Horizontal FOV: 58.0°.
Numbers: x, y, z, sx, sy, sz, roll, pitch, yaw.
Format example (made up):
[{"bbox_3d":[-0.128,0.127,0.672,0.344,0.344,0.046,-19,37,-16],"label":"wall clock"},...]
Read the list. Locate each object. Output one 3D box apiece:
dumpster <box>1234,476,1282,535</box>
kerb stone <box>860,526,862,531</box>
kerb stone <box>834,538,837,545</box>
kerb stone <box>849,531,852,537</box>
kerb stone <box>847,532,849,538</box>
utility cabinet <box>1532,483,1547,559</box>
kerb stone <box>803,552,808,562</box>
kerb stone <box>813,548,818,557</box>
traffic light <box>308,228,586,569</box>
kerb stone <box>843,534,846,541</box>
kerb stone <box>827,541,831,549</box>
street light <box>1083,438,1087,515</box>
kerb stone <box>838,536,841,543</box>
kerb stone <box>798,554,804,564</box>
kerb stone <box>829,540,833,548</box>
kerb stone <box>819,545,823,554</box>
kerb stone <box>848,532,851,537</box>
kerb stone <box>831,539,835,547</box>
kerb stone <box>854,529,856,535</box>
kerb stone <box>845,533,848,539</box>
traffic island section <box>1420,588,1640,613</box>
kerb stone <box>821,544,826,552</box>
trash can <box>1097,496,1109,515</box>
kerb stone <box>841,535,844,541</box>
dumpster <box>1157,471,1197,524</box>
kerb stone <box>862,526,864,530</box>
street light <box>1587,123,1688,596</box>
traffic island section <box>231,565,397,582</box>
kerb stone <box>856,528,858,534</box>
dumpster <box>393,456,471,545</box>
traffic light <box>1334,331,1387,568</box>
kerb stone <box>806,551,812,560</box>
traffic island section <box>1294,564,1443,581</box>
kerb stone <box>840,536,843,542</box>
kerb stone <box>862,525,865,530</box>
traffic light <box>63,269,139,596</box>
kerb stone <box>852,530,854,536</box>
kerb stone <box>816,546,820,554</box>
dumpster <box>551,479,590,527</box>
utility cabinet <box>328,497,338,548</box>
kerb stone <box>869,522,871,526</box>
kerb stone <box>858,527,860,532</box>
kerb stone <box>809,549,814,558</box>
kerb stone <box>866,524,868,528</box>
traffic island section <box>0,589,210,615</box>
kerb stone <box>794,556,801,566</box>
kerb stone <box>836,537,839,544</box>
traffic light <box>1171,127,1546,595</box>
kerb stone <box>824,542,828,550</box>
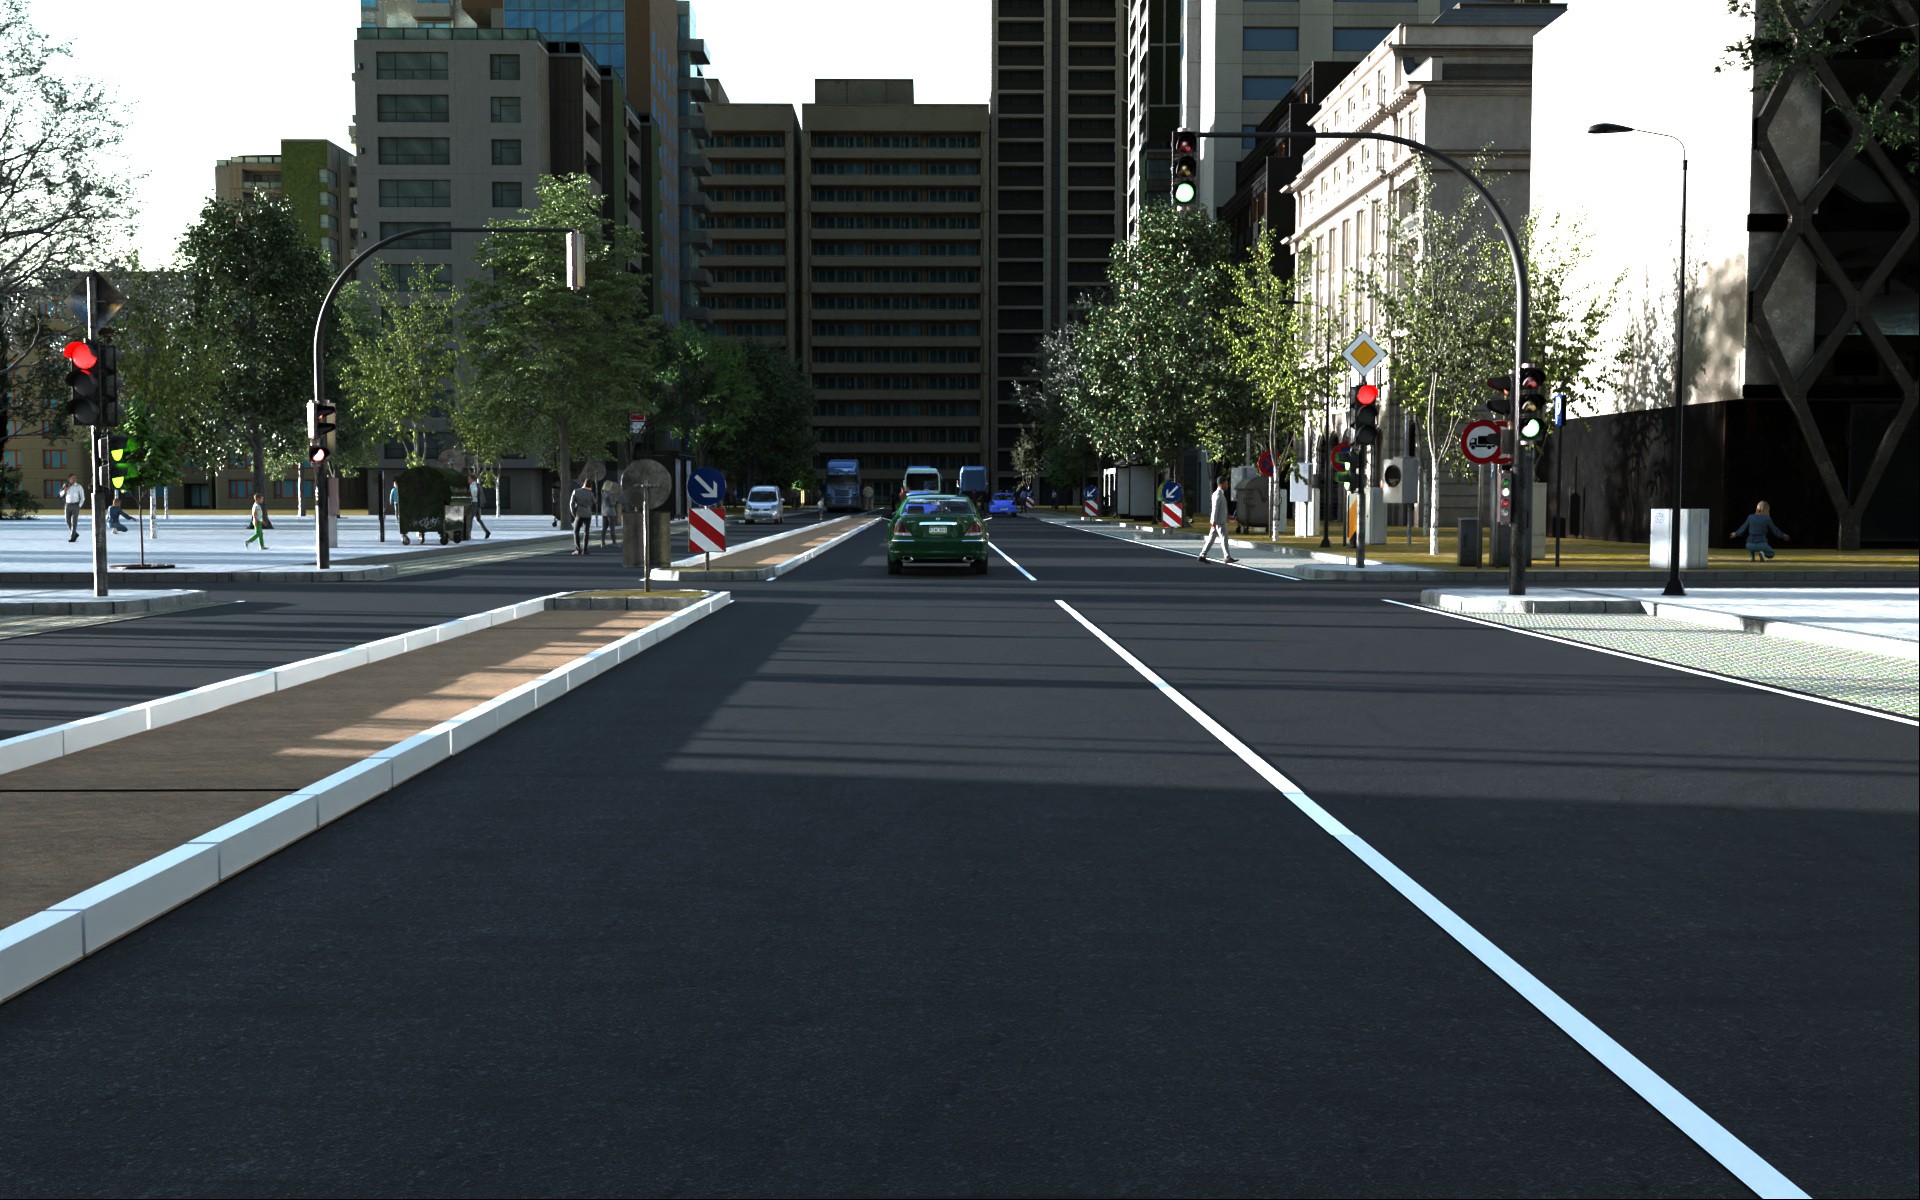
[{"bbox_3d":[9.556,-3.041,55.478,1.264,1.857,1.865,0,4,-1],"label":"dumpster"},{"bbox_3d":[-3.823,-2.602,64.794,0.120,0.150,1.000,0,4,-1],"label":"kerb stone"},{"bbox_3d":[-3.512,-1.539,47.365,0.120,0.150,1.000,0,4,-1],"label":"kerb stone"},{"bbox_3d":[-3.681,-2.103,56.583,0.120,0.150,1.000,0,4,-1],"label":"kerb stone"},{"bbox_3d":[-3.647,-1.974,54.537,0.120,0.150,1.000,0,4,-1],"label":"kerb stone"},{"bbox_3d":[11.046,-1.538,33.833,0.318,1.500,1.173,3,5,42],"label":"utility cabinet"},{"bbox_3d":[-3.317,-0.849,36.081,0.120,0.150,1.000,0,4,-1],"label":"kerb stone"},{"bbox_3d":[-3.359,-1.037,39.153,0.120,0.150,1.000,0,4,-1],"label":"kerb stone"},{"bbox_3d":[-8.833,-3.367,29.717,4.771,5.953,1.251,0,4,-1],"label":"traffic light"},{"bbox_3d":[-3.602,-1.853,52.488,0.120,0.150,1.000,0,4,-1],"label":"kerb stone"},{"bbox_3d":[-3.457,-1.344,44.298,0.120,0.150,1.000,0,4,-1],"label":"kerb stone"},{"bbox_3d":[7.098,-8.099,104.964,1.470,5.913,1.316,0,4,-1],"label":"street light"},{"bbox_3d":[-3.552,-1.664,49.420,0.120,0.150,1.000,0,4,-1],"label":"kerb stone"},{"bbox_3d":[-3.299,-0.782,35.053,0.120,0.150,1.000,0,4,-1],"label":"kerb stone"},{"bbox_3d":[-3.477,-1.414,45.320,0.120,0.150,1.000,0,4,-1],"label":"kerb stone"},{"bbox_3d":[-3.411,-1.157,41.211,0.120,0.150,1.000,0,4,-1],"label":"kerb stone"},{"bbox_3d":[-3.662,-2.041,55.561,0.120,0.150,1.000,0,4,-1],"label":"kerb stone"},{"bbox_3d":[-3.489,-1.476,46.342,0.120,0.150,1.000,0,4,-1],"label":"kerb stone"},{"bbox_3d":[-3.738,-2.291,59.656,0.120,0.150,1.000,0,4,-1],"label":"kerb stone"},{"bbox_3d":[-3.620,-1.915,53.511,0.120,0.150,1.000,0,4,-1],"label":"kerb stone"},{"bbox_3d":[7.118,0.011,22.109,2.009,0.180,2.903,0,4,-1],"label":"traffic island section"},{"bbox_3d":[-3.423,-1.226,42.244,0.120,0.150,1.000,0,4,-1],"label":"kerb stone"},{"bbox_3d":[8.606,-5.653,104.078,0.748,1.137,0.748,0,3,0],"label":"trash can"},{"bbox_3d":[-3.594,-1.790,51.466,0.120,0.150,1.000,0,4,-1],"label":"kerb stone"},{"bbox_3d":[9.469,-4.469,75.554,1.502,2.255,1.985,0,4,-1],"label":"dumpster"},{"bbox_3d":[-3.841,-2.668,65.817,0.120,0.150,1.000,0,4,-1],"label":"kerb stone"},{"bbox_3d":[8.552,-3.017,21.863,1.470,5.913,1.316,0,4,-1],"label":"street light"},{"bbox_3d":[-10.963,-0.459,29.779,2.009,0.180,2.903,0,4,-1],"label":"traffic island section"},{"bbox_3d":[-3.752,-2.353,60.678,0.120,0.150,1.000,0,4,-1],"label":"kerb stone"},{"bbox_3d":[-13.429,-2.542,44.051,1.502,2.255,1.985,0,4,-1],"label":"dumpster"},{"bbox_3d":[6.936,-2.511,29.978,0.839,4.253,0.868,0,4,-1],"label":"traffic light"},{"bbox_3d":[-3.324,-0.911,37.104,0.120,0.150,1.000,0,4,-1],"label":"kerb stone"},{"bbox_3d":[6.976,-0.478,30.092,2.009,0.180,2.903,0,4,-1],"label":"traffic island section"},{"bbox_3d":[-3.572,-1.728,50.442,0.120,0.150,1.000,0,4,-1],"label":"kerb stone"},{"bbox_3d":[-3.860,-2.728,66.840,0.120,0.150,1.000,0,4,-1],"label":"kerb stone"},{"bbox_3d":[-10.781,-2.002,21.661,0.839,4.253,0.868,0,4,-1],"label":"traffic light"},{"bbox_3d":[-3.703,-2.164,57.610,0.120,0.150,1.000,0,4,-1],"label":"kerb stone"},{"bbox_3d":[-3.389,-1.100,40.182,0.120,0.150,1.000,0,4,-1],"label":"kerb stone"},{"bbox_3d":[-15.285,-3.806,67.994,1.264,1.857,1.865,0,4,-1],"label":"dumpster"},{"bbox_3d":[-15.188,-1.859,41.557,0.306,1.237,1.020,-2,4,-31],"label":"utility cabinet"},{"bbox_3d":[-3.990,-3.170,74.024,0.120,0.150,1.000,0,4,-1],"label":"kerb stone"},{"bbox_3d":[-3.787,-2.475,62.740,0.120,0.150,1.000,0,4,-1],"label":"kerb stone"},{"bbox_3d":[-3.356,-0.975,38.130,0.120,0.150,1.000,0,4,-1],"label":"kerb stone"},{"bbox_3d":[-3.914,-2.919,69.919,0.120,0.150,1.000,0,4,-1],"label":"kerb stone"},{"bbox_3d":[-10.821,0.030,21.795,2.009,0.180,2.903,0,4,-1],"label":"traffic island section"},{"bbox_3d":[-3.280,-0.723,34.022,0.120,0.150,1.000,0,4,-1],"label":"kerb stone"},{"bbox_3d":[-3.531,-1.602,48.387,0.120,0.150,1.000,0,4,-1],"label":"kerb stone"},{"bbox_3d":[4.988,-2.884,21.816,4.771,5.953,1.251,0,4,-1],"label":"traffic light"},{"bbox_3d":[-3.444,-1.289,43.274,0.120,0.150,1.000,0,4,-1],"label":"kerb stone"}]
